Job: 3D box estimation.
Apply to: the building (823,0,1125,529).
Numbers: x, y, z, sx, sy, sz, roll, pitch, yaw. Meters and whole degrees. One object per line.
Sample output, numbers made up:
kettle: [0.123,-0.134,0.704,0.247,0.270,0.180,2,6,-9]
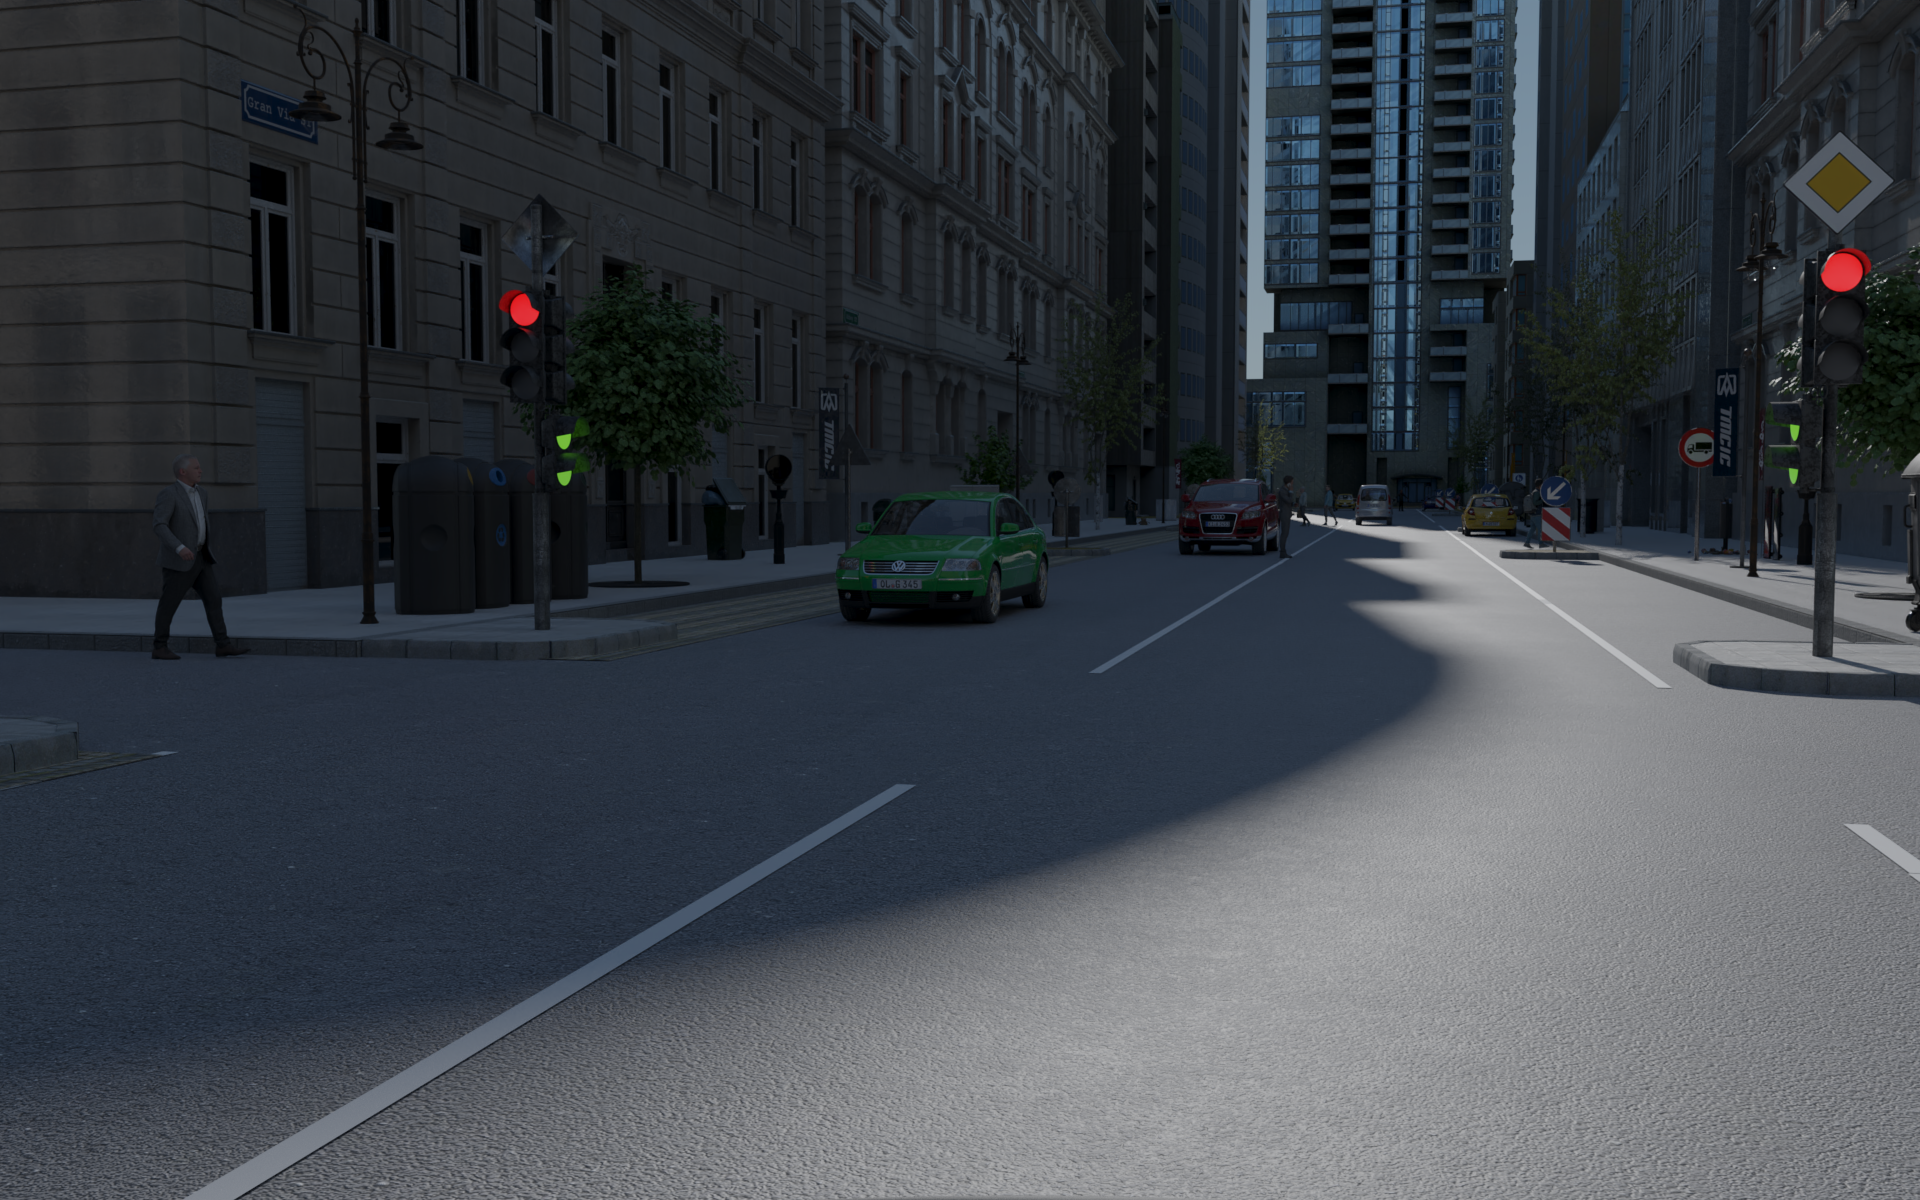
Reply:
building: [-0.972,-17.934,80.610,14.401,28.519,23.554,1,4,14]

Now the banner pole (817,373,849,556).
banner pole: [-2.564,-2.809,35.946,0.863,3.779,0.401,-2,4,-28]

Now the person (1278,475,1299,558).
person: [7.341,-1.860,38.714,0.447,1.846,0.655,1,4,12]

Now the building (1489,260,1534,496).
building: [57.836,-17.981,139.026,27.650,21.520,28.899,1,4,14]

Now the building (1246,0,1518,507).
building: [44.132,-53.089,180.674,31.000,86.520,22.319,1,4,14]

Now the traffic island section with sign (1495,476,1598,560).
traffic island section with sign: [13.154,-1.844,38.771,1.989,1.847,2.006,1,4,14]

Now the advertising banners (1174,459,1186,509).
advertising banners: [11.384,-5.507,86.227,2.074,3.025,0.090,-3,4,-37]

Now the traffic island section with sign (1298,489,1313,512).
traffic island section with sign: [27.813,-8.124,141.456,1.989,1.847,2.006,1,4,14]

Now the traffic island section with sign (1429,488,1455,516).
traffic island section with sign: [31.692,-6.352,112.490,1.989,1.847,2.006,1,4,14]

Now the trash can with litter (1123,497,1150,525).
trash can with litter: [7.296,-3.680,71.554,1.055,1.170,0.624,0,4,-6]

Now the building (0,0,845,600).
building: [-11.764,-14.431,33.203,12.463,27.353,25.104,1,4,14]

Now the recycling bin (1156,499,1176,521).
recycling bin: [9.859,-4.297,82.805,0.722,1.027,0.722,-3,5,-40]

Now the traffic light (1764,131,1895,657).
traffic light: [6.801,-1.508,13.580,0.839,4.253,0.868,1,4,14]

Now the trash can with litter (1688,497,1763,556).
trash can with litter: [16.562,-1.602,37.248,1.678,1.210,2.233,1,4,20]

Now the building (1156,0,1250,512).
building: [11.087,-37.407,153.596,28.212,58.520,21.231,1,4,14]

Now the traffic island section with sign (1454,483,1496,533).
traffic island section with sign: [19.888,-3.481,65.537,1.989,1.847,2.006,1,4,14]

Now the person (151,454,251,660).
person: [-6.624,-0.374,15.010,0.834,1.777,0.661,0,4,6]

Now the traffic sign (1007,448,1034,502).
traffic sign: [1.644,-2.963,48.451,0.884,2.594,0.081,1,4,18]

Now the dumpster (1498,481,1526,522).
dumpster: [25.616,-4.564,80.388,1.264,1.857,1.865,1,4,14]

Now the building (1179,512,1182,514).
building: [6.327,-35.319,119.464,21.231,58.520,28.212,1,4,14]

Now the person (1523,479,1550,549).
person: [15.014,-2.234,45.017,0.713,1.824,0.794,2,4,30]

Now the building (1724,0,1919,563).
building: [25.157,-15.199,35.889,14.401,28.519,23.554,1,4,14]

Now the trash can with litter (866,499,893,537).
trash can with litter: [-1.904,-1.904,42.523,0.624,1.170,1.055,1,4,16]

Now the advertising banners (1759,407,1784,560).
advertising banners: [16.024,-2.330,34.280,0.090,3.025,2.074,1,4,13]

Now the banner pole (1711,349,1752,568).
banner pole: [13.450,-2.454,30.133,0.401,3.779,0.863,-2,4,-30]

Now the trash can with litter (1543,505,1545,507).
trash can with litter: [21.858,-3.235,64.281,1.055,1.170,0.624,1,4,18]

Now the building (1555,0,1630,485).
building: [39.440,-26.939,90.568,14.600,45.320,14.200,1,4,14]

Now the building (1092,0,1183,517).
building: [4.747,-20.003,98.745,14.160,30.474,14.107,1,4,14]

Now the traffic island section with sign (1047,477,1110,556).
traffic island section with sign: [2.477,-1.958,40.636,1.989,1.847,2.006,1,4,14]

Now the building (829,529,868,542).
building: [-6.351,-16.518,57.457,14.401,28.519,23.554,1,4,14]

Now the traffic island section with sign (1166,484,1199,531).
traffic island section with sign: [9.048,-3.557,66.781,1.989,1.847,2.006,1,4,14]

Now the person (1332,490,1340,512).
person: [30.395,-8.049,140.822,0.721,1.735,1.217,-3,4,-38]

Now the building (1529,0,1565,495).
building: [47.781,-34.743,110.043,21.231,58.520,28.212,1,4,14]

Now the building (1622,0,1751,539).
building: [29.700,-14.637,57.344,12.078,24.808,19.932,1,4,14]

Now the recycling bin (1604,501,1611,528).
recycling bin: [24.597,-3.312,66.713,0.722,1.027,0.722,0,4,4]

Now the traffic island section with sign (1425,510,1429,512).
traffic island section with sign: [38.416,-7.987,139.221,1.989,1.847,2.006,1,4,14]

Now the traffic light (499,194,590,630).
traffic light: [-3.932,-1.672,16.252,0.839,4.253,0.868,1,4,14]

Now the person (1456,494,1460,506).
person: [47.649,-9.421,165.758,0.421,1.427,0.697,1,4,18]

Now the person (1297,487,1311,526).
person: [15.272,-4.156,76.944,0.515,1.767,0.782,0,4,-2]

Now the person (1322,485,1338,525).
person: [16.903,-4.333,79.204,0.748,1.841,0.638,3,5,40]

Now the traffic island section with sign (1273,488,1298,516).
traffic island section with sign: [21.245,-6.525,115.310,1.989,1.847,2.006,1,4,14]

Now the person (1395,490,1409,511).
person: [36.649,-8.266,143.794,1.348,1.807,0.705,-1,4,-16]

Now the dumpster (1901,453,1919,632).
dumpster: [9.228,-0.582,15.282,1.264,1.857,1.865,1,4,14]

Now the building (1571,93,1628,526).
building: [33.297,-13.530,75.971,10.420,20.320,16.860,1,4,14]
